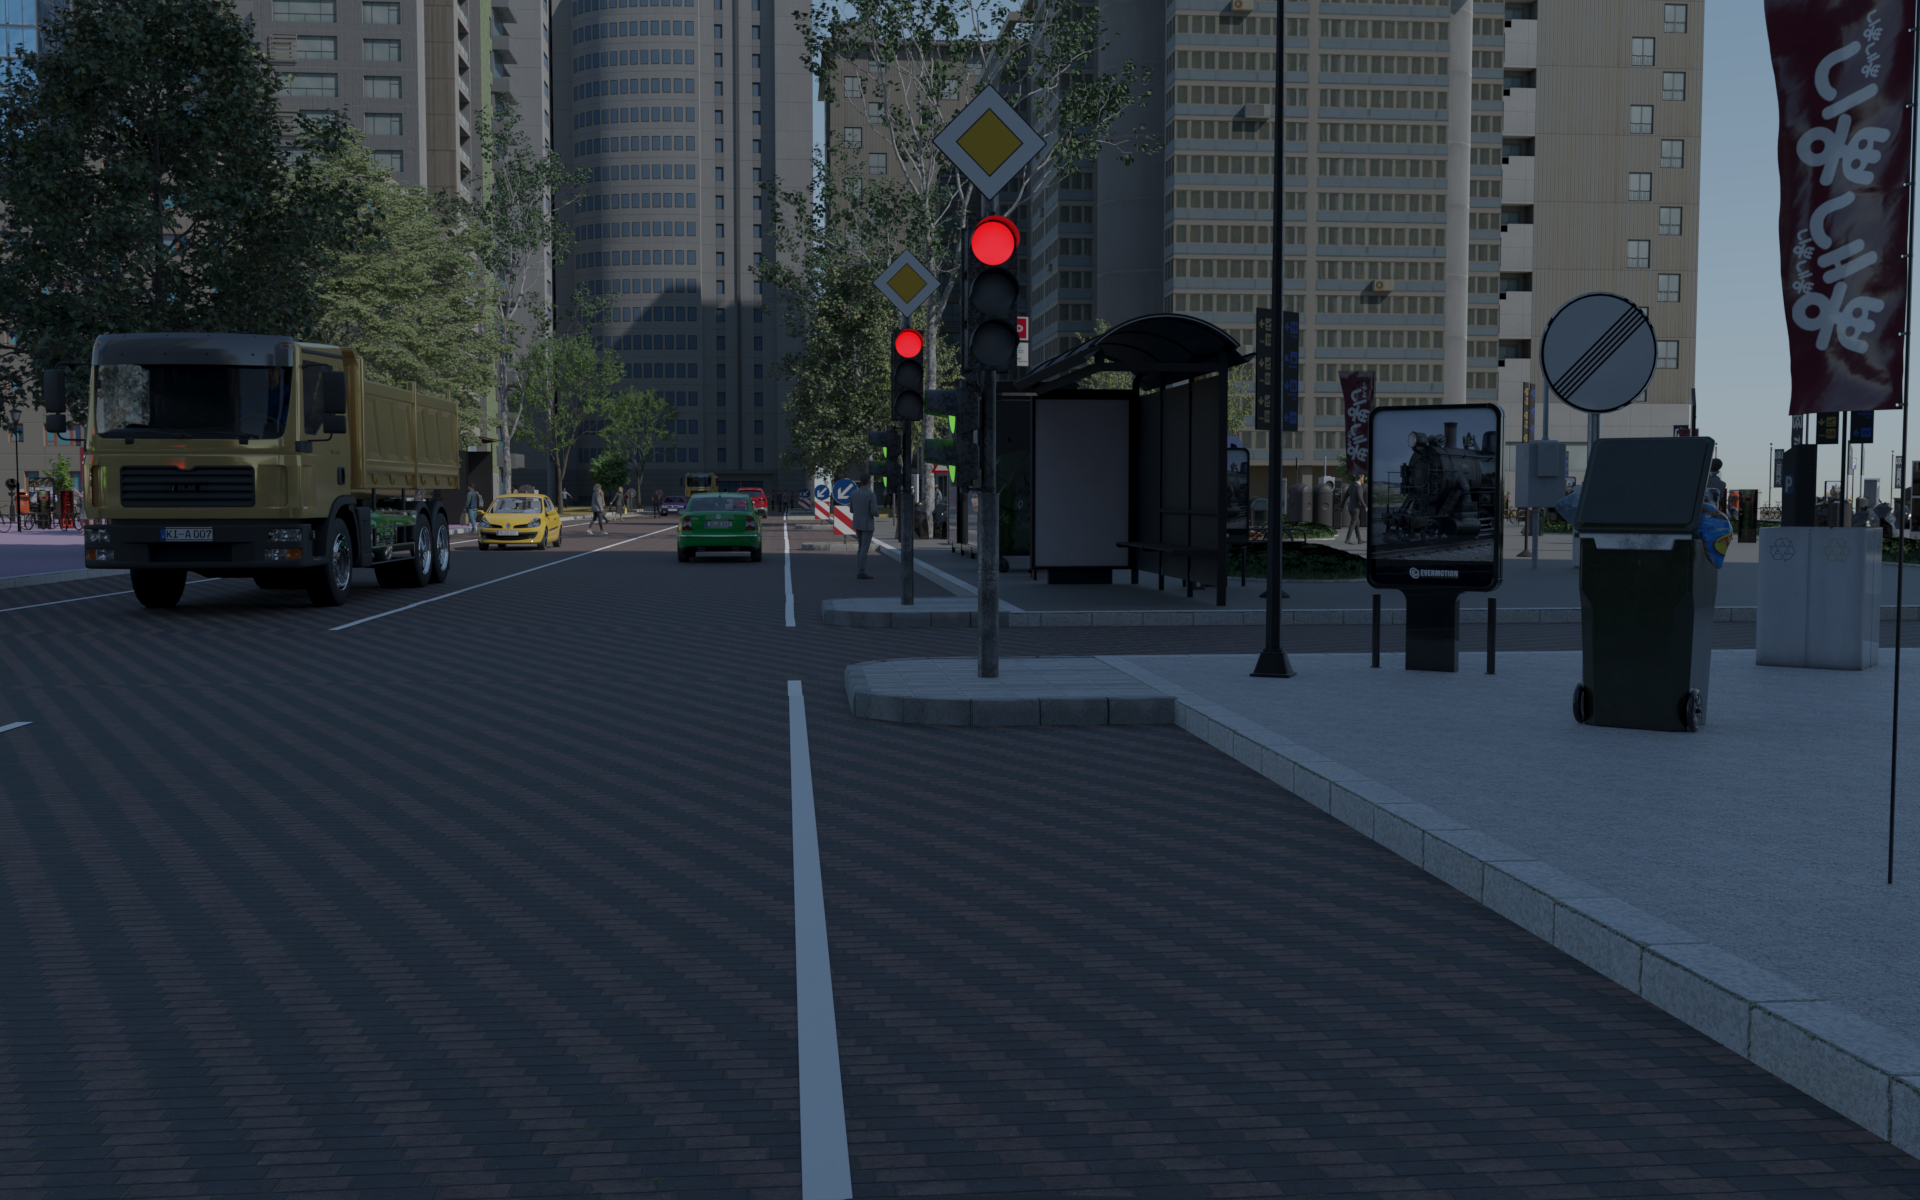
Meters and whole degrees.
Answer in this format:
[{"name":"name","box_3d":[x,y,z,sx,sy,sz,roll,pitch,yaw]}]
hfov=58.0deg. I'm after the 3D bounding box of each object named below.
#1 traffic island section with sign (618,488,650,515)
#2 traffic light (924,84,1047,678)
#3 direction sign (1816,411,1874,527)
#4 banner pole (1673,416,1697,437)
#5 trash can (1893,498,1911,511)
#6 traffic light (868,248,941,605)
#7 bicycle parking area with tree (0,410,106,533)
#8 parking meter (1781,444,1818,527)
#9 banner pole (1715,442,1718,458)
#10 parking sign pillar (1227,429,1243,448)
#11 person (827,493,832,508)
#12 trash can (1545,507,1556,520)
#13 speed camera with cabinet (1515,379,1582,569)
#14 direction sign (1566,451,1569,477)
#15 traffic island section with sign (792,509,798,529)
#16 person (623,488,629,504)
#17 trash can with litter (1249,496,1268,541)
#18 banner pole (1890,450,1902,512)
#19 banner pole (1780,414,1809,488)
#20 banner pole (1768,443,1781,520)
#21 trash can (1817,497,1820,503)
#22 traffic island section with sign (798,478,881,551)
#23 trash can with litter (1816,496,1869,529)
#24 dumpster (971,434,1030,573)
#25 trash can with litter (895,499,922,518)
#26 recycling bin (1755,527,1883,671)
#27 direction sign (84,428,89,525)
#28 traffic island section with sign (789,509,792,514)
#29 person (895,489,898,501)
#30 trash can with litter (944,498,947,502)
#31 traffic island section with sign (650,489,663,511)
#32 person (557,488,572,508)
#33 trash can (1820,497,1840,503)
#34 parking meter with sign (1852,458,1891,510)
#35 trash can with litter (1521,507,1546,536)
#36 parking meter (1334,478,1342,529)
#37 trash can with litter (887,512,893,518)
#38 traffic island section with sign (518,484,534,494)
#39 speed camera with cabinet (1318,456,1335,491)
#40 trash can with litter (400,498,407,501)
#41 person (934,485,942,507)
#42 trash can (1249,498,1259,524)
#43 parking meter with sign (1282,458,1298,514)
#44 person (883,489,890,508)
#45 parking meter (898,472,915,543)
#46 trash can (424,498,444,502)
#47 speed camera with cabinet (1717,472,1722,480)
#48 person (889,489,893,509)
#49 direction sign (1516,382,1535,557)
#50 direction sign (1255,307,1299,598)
[{"name":"traffic island section with sign","box_3d":[-22.774,-6.826,120.227,1.989,1.847,2.006,0,4,-6]},{"name":"traffic light","box_3d":[0.179,-1.414,12.043,0.839,4.253,0.868,0,4,-6]},{"name":"direction sign","box_3d":[13.812,-2.146,27.076,0.379,3.537,0.876,-3,4,-38]},{"name":"banner pole","box_3d":[23.076,-3.981,55.099,0.863,3.779,0.401,1,4,10]},{"name":"trash can","box_3d":[37.426,-3.494,68.779,0.748,1.137,0.748,0,3,0]},{"name":"traffic light","box_3d":[-0.630,-1.900,19.987,0.839,4.253,0.868,0,4,-6]},{"name":"bicycle parking area with tree","box_3d":[-34.730,-4.406,59.033,8.231,4.147,9.016,1,4,18]},{"name":"parking meter","box_3d":[9.856,-0.897,20.374,0.255,1.863,0.399,0,4,1]},{"name":"banner pole","box_3d":[36.589,-5.743,83.910,0.401,3.779,0.863,2,4,24]},{"name":"parking sign pillar","box_3d":[9.043,-4.274,58.344,1.447,3.967,1.447,3,5,42]},{"name":"person","box_3d":[-12.172,-9.462,164.012,1.065,1.426,0.557,-3,5,-42]},{"name":"trash can","box_3d":[22.344,-3.310,65.777,0.748,1.137,0.748,0,3,0]},{"name":"speed camera with cabinet","box_3d":[10.657,-2.172,29.849,2.038,3.252,0.660,0,4,-6]},{"name":"direction sign","box_3d":[31.652,-6.062,91.103,0.876,3.537,0.379,-2,4,-25]},{"name":"traffic island section with sign","box_3d":[-5.816,-3.844,71.470,1.989,1.847,2.006,0,4,-6]},{"name":"person","box_3d":[-27.773,-8.489,144.799,0.705,1.831,1.348,2,4,24]},{"name":"trash can with litter","box_3d":[8.000,-2.115,45.970,0.624,1.170,1.055,1,4,20]},{"name":"banner pole","box_3d":[53.708,-6.689,99.390,0.863,3.779,0.401,0,4,3]},{"name":"banner pole","box_3d":[22.034,-3.388,45.419,0.401,3.779,0.863,-1,4,-11]},{"name":"banner pole","box_3d":[39.711,-5.771,84.374,0.401,3.779,0.863,-3,5,-44]},{"name":"trash can","box_3d":[43.705,-4.646,87.615,0.748,1.137,0.748,0,3,0]},{"name":"traffic island section with sign","box_3d":[-3.089,-2.203,44.653,1.989,1.847,2.006,0,4,-6]},{"name":"trash can with litter","box_3d":[34.791,-3.460,67.636,2.233,1.210,1.678,0,4,-6]},{"name":"dumpster","box_3d":[1.037,-1.618,28.952,1.502,2.255,1.985,0,4,-6]},{"name":"trash can with litter","box_3d":[-1.510,-2.779,56.816,1.055,1.170,0.624,1,4,15]},{"name":"recycling bin","box_3d":[6.450,-0.027,13.002,0.722,1.027,0.722,3,4,38]},{"name":"direction sign","box_3d":[-29.307,-4.048,58.184,0.379,3.537,0.876,-2,4,-33]},{"name":"traffic island section with sign","box_3d":[-10.909,-6.899,121.429,1.989,1.847,2.006,0,4,-6]},{"name":"person","box_3d":[-6.170,-9.876,167.546,0.705,1.821,1.348,-1,4,-14]},{"name":"trash can with litter","box_3d":[0.008,-2.520,52.596,1.055,1.170,0.624,2,4,31]},{"name":"traffic island section with sign","box_3d":[-25.548,-8.494,147.512,1.989,1.847,2.006,0,4,-6]},{"name":"person","box_3d":[-35.647,-9.179,156.107,1.348,1.826,0.705,-2,4,-28]},{"name":"trash can","box_3d":[39.397,-4.055,77.957,0.748,1.137,0.748,0,3,0]},{"name":"parking meter with sign","box_3d":[43.566,-5.295,82.832,0.543,3.016,1.738,-3,5,-43]},{"name":"trash can with litter","box_3d":[17.513,-2.552,53.110,0.624,1.170,1.055,-1,4,-8]},{"name":"parking meter","box_3d":[13.718,-3.495,62.860,0.255,1.863,0.399,1,4,15]},{"name":"trash can with litter","box_3d":[-3.453,-5.021,93.486,1.055,1.170,0.624,1,4,20]},{"name":"traffic island section with sign","box_3d":[-17.734,-3.804,70.825,1.989,1.847,2.006,0,4,-6]},{"name":"speed camera with cabinet","box_3d":[18.445,-5.847,89.935,2.038,3.252,0.660,-1,4,-20]},{"name":"trash can with litter","box_3d":[-28.352,-4.624,86.655,2.233,1.210,1.678,-1,4,-18]},{"name":"person","box_3d":[-1.356,-5.639,98.317,0.705,1.814,1.350,-2,4,-31]},{"name":"trash can","box_3d":[10.333,-3.037,61.306,0.748,1.137,0.748,0,3,0]},{"name":"parking meter with sign","box_3d":[15.240,-5.290,82.756,1.738,3.016,0.543,1,4,12]},{"name":"person","box_3d":[-6.930,-9.538,162.723,0.721,1.736,1.217,-2,4,-30]},{"name":"parking meter","box_3d":[-1.416,-2.449,45.746,0.399,1.863,0.255,2,4,28]},{"name":"trash can","box_3d":[-19.938,-3.303,65.663,0.748,1.137,0.748,0,3,0]},{"name":"speed camera with cabinet","box_3d":[29.004,-4.503,67.953,2.038,3.252,0.660,-2,4,-31]},{"name":"person","box_3d":[-5.967,-8.878,151.724,0.721,1.766,1.217,1,4,14]},{"name":"direction sign","box_3d":[11.587,-2.652,35.353,0.379,3.537,0.876,2,4,32]},{"name":"direction sign","box_3d":[3.908,-1.798,21.393,0.379,3.537,0.876,3,5,45]}]
